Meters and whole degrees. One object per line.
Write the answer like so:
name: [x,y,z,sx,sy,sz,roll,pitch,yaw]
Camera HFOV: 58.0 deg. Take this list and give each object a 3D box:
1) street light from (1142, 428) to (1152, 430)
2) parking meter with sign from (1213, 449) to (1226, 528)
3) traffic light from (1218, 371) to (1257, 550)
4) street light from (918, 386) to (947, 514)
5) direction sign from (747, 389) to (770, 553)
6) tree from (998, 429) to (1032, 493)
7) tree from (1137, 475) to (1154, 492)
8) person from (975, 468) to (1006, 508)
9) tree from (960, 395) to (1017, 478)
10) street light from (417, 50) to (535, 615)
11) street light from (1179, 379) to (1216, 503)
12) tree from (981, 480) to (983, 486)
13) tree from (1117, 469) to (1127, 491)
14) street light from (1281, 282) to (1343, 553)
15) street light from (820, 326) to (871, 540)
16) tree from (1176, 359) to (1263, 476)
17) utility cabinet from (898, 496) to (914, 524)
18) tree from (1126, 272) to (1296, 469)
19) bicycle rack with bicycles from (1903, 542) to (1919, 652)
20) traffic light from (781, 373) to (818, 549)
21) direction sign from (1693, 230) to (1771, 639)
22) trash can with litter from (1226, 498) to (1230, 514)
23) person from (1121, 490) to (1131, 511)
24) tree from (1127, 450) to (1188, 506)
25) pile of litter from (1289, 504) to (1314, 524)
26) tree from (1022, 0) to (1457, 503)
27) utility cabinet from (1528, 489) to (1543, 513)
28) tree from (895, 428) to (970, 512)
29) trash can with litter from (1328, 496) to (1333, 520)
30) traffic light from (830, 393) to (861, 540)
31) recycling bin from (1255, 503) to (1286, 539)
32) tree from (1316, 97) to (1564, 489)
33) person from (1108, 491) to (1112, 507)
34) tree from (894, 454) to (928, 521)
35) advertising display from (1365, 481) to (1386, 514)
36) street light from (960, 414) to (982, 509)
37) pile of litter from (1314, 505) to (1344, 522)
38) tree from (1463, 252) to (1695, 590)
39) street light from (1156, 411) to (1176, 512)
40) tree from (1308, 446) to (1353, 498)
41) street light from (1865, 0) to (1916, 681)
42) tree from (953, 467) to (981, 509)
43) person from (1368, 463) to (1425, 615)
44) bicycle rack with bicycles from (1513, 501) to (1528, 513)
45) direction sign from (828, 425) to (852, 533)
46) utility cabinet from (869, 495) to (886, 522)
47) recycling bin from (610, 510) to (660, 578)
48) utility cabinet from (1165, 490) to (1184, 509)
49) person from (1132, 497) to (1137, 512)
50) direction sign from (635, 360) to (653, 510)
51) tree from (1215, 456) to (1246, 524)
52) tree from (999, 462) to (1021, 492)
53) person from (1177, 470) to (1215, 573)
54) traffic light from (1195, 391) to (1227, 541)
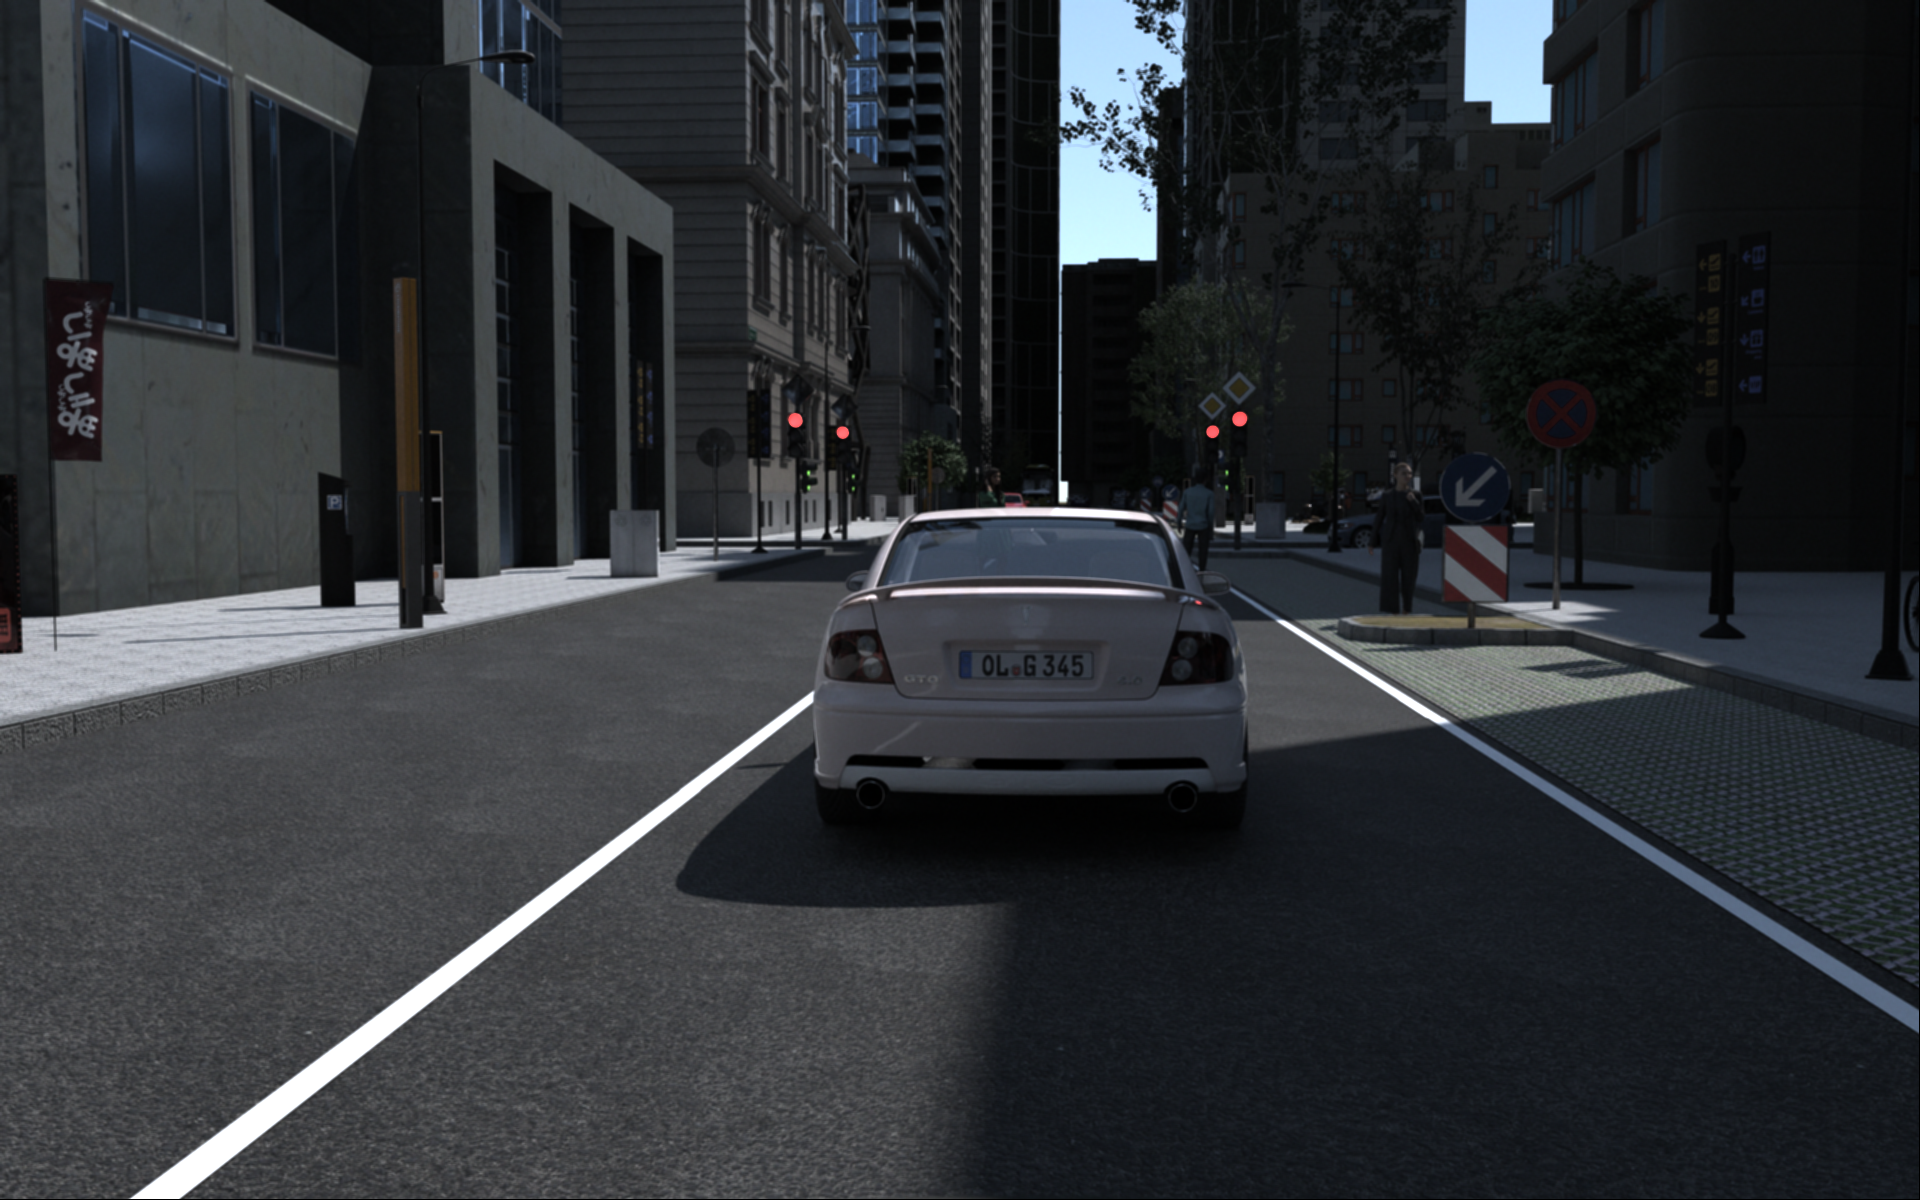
street light: [13.578,-9.165,122.395,1.470,5.913,1.316,0,4,4]
parking meter with sign: [10.001,-4.317,66.838,0.543,3.016,1.738,0,4,3]
traffic light: [6.337,-3.097,39.564,0.839,4.253,0.868,0,4,4]
street light: [-1.237,-6.240,74.569,1.470,5.913,1.316,0,4,4]
direction sign: [-4.366,-2.790,37.606,0.379,3.537,0.876,-3,4,-39]
tree: [6.179,-14.797,192.294,4.737,8.622,4.395,0,3,0]
tree: [16.862,-9.993,157.982,1.663,3.219,1.824,0,3,0]
person: [0.445,-0.935,24.037,0.529,1.795,0.600,3,5,43]
tree: [2.199,-10.943,129.285,4.360,8.622,3.978,0,3,0]
street light: [-5.149,-2.801,18.336,1.470,5.913,1.316,0,4,4]
street light: [9.736,-5.963,70.033,1.470,5.913,1.316,0,4,4]
tree: [0.937,-7.967,124.864,1.663,3.219,1.824,0,3,0]
tree: [19.200,-12.773,192.556,4.285,4.588,4.351,0,3,0]
street light: [7.721,-4.006,38.041,1.470,5.913,1.316,0,4,4]
street light: [-3.170,-4.621,48.096,1.470,5.913,1.316,0,4,4]
tree: [13.368,-8.571,90.501,4.737,8.622,4.395,0,3,0]
utility cabinet: [-2.204,-3.664,71.062,0.306,1.237,1.020,1,4,21]
tree: [11.381,-9.437,80.053,9.928,11.665,9.643,0,3,0]
bicycle rack with bicycles: [8.424,0.046,12.627,2.852,0.926,2.925,1,4,18]
traffic light: [-3.752,-3.139,40.241,0.839,4.253,0.868,0,4,4]
direction sign: [6.819,-1.431,15.386,0.379,3.537,0.876,-1,4,-17]
trash can with litter: [13.590,-4.711,88.408,1.055,1.170,0.624,-3,5,-42]
person: [12.586,-7.459,131.251,0.742,1.727,0.445,-1,4,-15]
tree: [15.395,-8.821,127.934,4.285,4.588,4.351,0,3,0]
pile of litter: [15.273,-3.784,75.829,1.719,0.858,1.176,1,4,11]
tree: [8.904,-12.264,56.404,12.611,20.169,13.585,0,3,0]
utility cabinet: [26.616,-4.319,79.289,1.173,1.500,0.318,-1,4,-15]
tree: [-1.521,-6.272,86.267,4.285,4.588,4.351,0,3,0]
trash can with litter: [13.448,-3.133,62.280,1.678,1.210,2.233,0,4,6]
traffic light: [-3.203,-3.626,48.207,0.839,4.253,0.868,0,4,4]
recycling bin: [8.887,-2.264,49.564,0.722,1.027,0.722,2,4,25]
tree: [8.703,-5.024,32.503,4.360,8.622,3.978,0,3,0]
person: [15.582,-10.475,180.450,0.721,1.739,1.217,0,4,-6]
tree: [-2.508,-5.386,82.662,1.663,3.219,1.824,0,3,0]
advertising display: [20.755,-4.974,86.539,0.974,1.923,0.123,1,4,20]
street light: [0.596,-7.836,100.665,1.470,5.913,1.316,0,4,4]
pile of litter: [14.929,-3.286,67.695,1.719,0.858,1.176,0,4,1]
tree: [8.588,-2.449,23.753,4.285,4.588,4.351,0,3,0]
street light: [11.753,-7.558,96.117,1.470,5.913,1.316,0,4,4]
tree: [14.895,-4.628,70.267,1.663,3.219,1.824,0,3,0]
street light: [5.942,-2.410,11.941,1.470,5.913,1.316,0,4,4]
tree: [0.134,-7.565,118.290,1.663,3.219,1.824,0,3,0]
person: [4.793,-0.614,18.964,0.576,1.772,0.534,0,4,-6]
bicycle rack with bicycles: [28.183,-4.667,89.686,2.852,0.926,2.925,2,4,35]
direction sign: [-3.999,-3.992,57.269,0.876,3.537,0.379,-2,4,-25]
utility cabinet: [-3.834,-4.270,80.971,0.306,1.237,1.020,2,4,30]
recycling bin: [-5.058,-0.881,26.958,0.722,1.027,0.722,0,4,-7]
utility cabinet: [13.263,-6.012,106.975,1.173,1.500,0.318,-2,4,-25]
person: [11.548,-6.216,114.822,0.352,1.250,0.332,1,4,15]
direction sign: [-5.410,-2.308,29.739,0.379,3.537,0.876,0,4,7]
tree: [11.747,-4.837,73.680,1.663,3.219,1.824,0,3,0]
tree: [5.009,-11.948,179.070,4.285,4.588,4.351,0,3,0]
person: [3.824,-1.203,28.192,0.660,1.820,0.620,1,4,21]
traffic light: [6.886,-3.585,47.531,0.839,4.253,0.868,0,4,4]
